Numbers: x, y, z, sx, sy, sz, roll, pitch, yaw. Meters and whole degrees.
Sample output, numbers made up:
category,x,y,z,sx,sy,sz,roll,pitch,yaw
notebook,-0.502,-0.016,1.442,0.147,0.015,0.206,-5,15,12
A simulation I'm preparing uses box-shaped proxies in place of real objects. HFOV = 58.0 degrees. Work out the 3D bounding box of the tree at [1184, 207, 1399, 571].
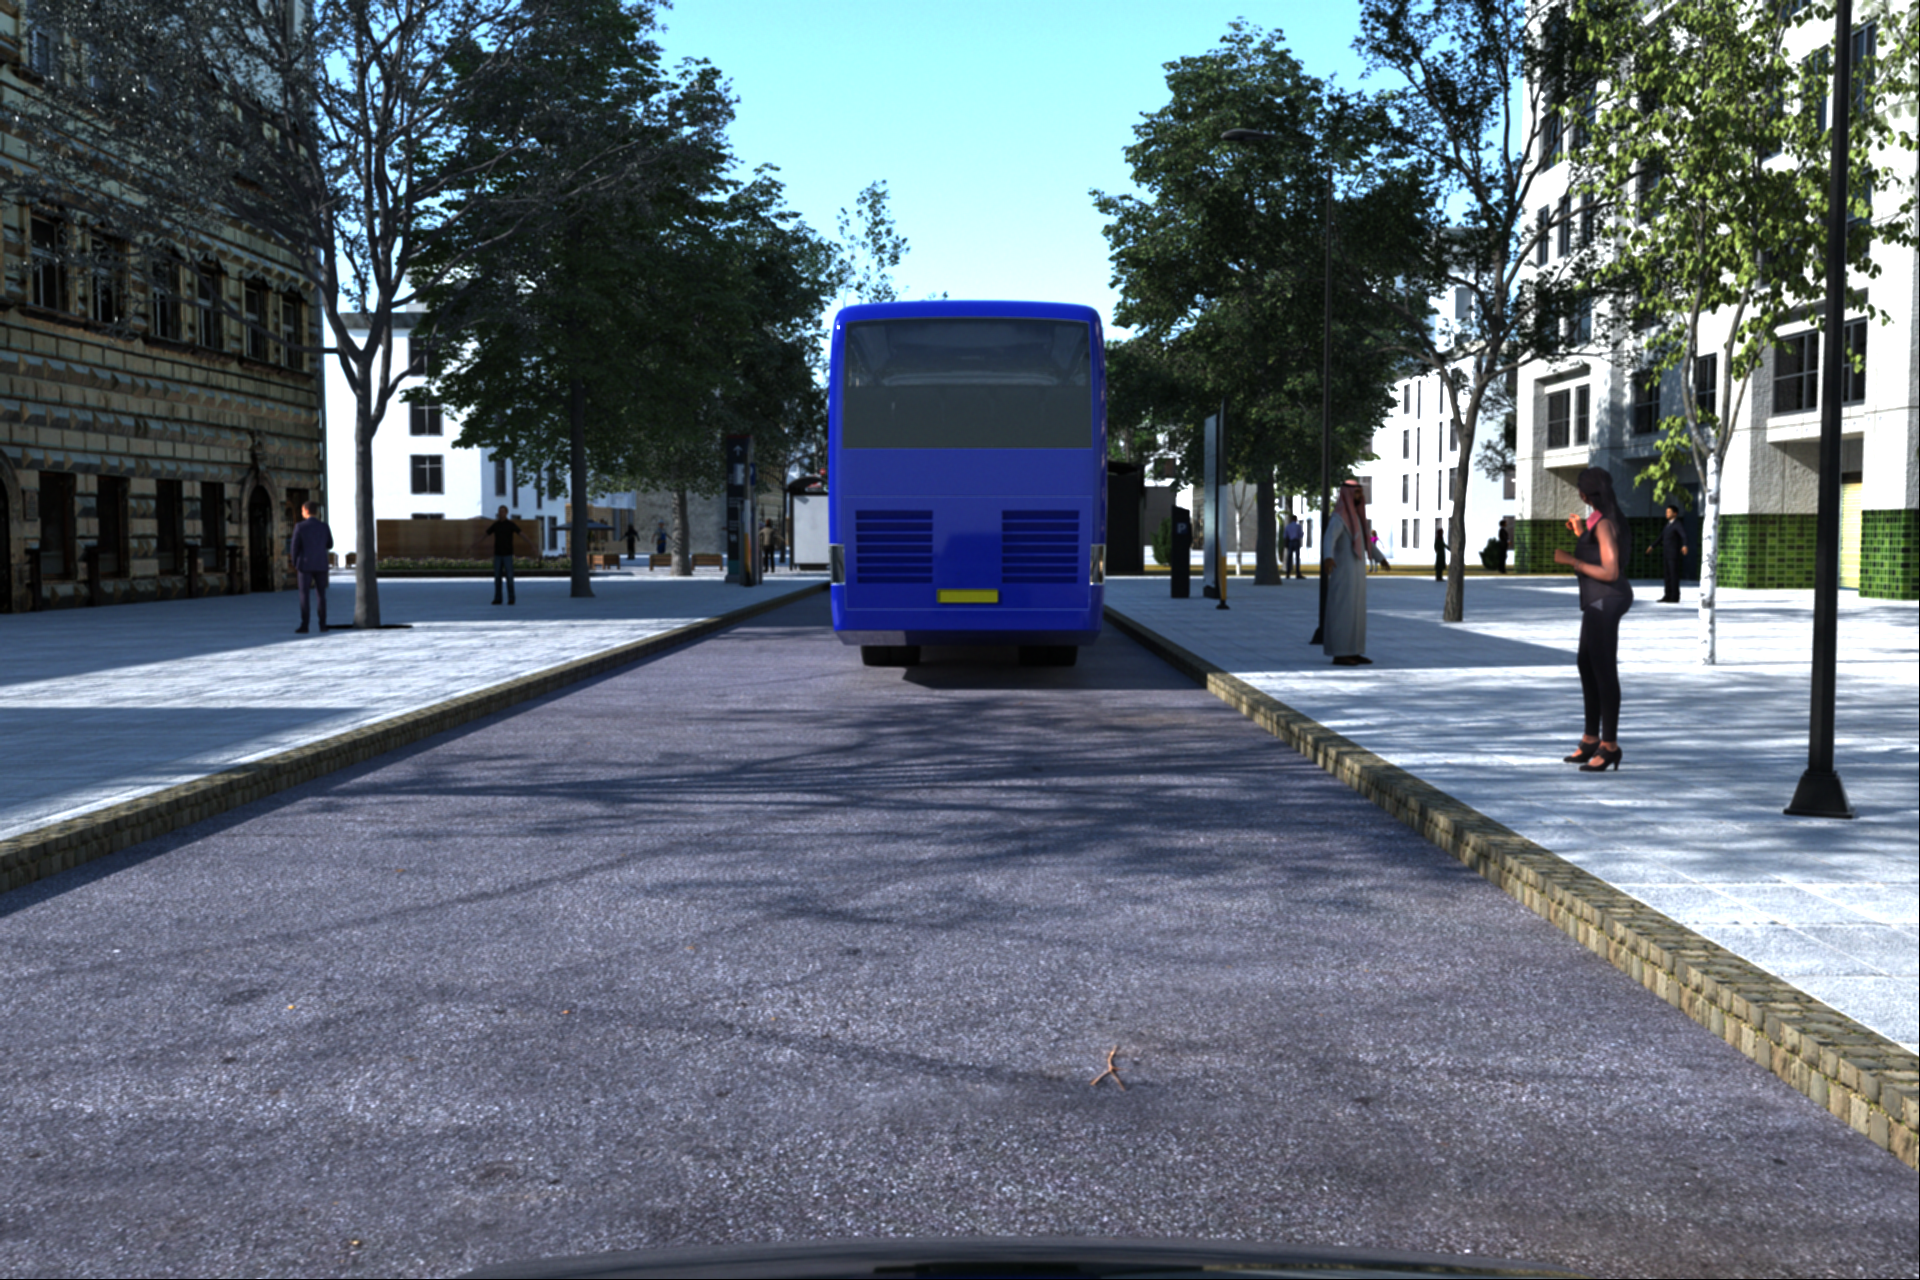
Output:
category,x,y,z,sx,sy,sz,roll,pitch,yaw
tree,11.434,-8.704,60.446,7.486,12.596,7.792,0,3,0

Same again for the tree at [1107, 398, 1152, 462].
category,x,y,z,sx,sy,sz,roll,pitch,yaw
tree,7.978,-10.549,106.892,8.767,10.594,7.601,1,4,13

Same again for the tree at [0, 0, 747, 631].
category,x,y,z,sx,sy,sz,roll,pitch,yaw
tree,-8.064,-6.905,23.260,12.009,13.543,11.850,0,3,0

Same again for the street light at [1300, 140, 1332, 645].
category,x,y,z,sx,sy,sz,roll,pitch,yaw
street light,4.789,-2.905,20.034,1.470,5.913,1.316,0,4,0

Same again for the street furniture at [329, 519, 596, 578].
category,x,y,z,sx,sy,sz,roll,pitch,yaw
street furniture,-14.302,-2.846,53.379,11.010,1.723,9.812,-1,4,-12

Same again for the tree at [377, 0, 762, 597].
category,x,y,z,sx,sy,sz,roll,pitch,yaw
tree,-7.700,-7.119,34.530,7.486,12.596,7.792,0,3,0

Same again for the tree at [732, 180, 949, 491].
category,x,y,z,sx,sy,sz,roll,pitch,yaw
tree,-6.690,-14.490,92.803,12.611,20.169,13.585,0,3,0

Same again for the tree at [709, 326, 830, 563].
category,x,y,z,sx,sy,sz,roll,pitch,yaw
tree,-7.552,-8.697,76.615,7.601,10.594,8.767,-1,4,-18

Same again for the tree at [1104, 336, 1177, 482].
category,x,y,z,sx,sy,sz,roll,pitch,yaw
tree,7.684,-9.872,87.162,9.928,11.665,9.643,0,3,0

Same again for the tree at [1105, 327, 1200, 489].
category,x,y,z,sx,sy,sz,roll,pitch,yaw
tree,7.789,-8.636,75.604,7.601,10.594,8.767,-3,4,-37

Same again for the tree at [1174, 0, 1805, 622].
category,x,y,z,sx,sy,sz,roll,pitch,yaw
tree,7.134,-5.529,24.810,8.767,10.594,7.601,1,4,15

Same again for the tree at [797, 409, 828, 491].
category,x,y,z,sx,sy,sz,roll,pitch,yaw
tree,-6.639,-10.710,109.521,7.601,10.594,8.767,-1,4,-21

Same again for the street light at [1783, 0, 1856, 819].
category,x,y,z,sx,sy,sz,roll,pitch,yaw
street light,4.495,-2.155,7.769,1.470,5.913,1.316,0,4,1

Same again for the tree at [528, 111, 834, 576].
category,x,y,z,sx,sy,sz,roll,pitch,yaw
tree,-8.541,-8.910,52.340,9.857,13.997,8.962,0,3,0

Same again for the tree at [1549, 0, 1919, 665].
category,x,y,z,sx,sy,sz,roll,pitch,yaw
tree,7.552,-4.065,16.819,4.737,8.622,4.395,0,3,0

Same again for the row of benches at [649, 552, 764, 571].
category,x,y,z,sx,sy,sz,roll,pitch,yaw
row of benches,-8.801,-2.775,60.837,4.104,0.672,1.422,0,4,-4

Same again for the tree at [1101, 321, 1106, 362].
category,x,y,z,sx,sy,sz,roll,pitch,yaw
tree,9.768,-18.214,153.679,12.611,20.169,13.585,0,3,0

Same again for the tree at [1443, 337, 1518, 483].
category,x,y,z,sx,sy,sz,roll,pitch,yaw
tree,22.505,-7.931,64.080,8.767,10.594,7.601,-2,4,-27

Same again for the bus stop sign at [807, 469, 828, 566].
category,x,y,z,sx,sy,sz,roll,pitch,yaw
bus stop sign,-5.808,-5.008,70.577,0.855,3.939,0.416,0,4,0

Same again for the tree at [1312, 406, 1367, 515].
category,x,y,z,sx,sy,sz,roll,pitch,yaw
tree,14.214,-7.153,67.321,4.737,8.622,4.395,0,3,0

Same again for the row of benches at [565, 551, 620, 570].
category,x,y,z,sx,sy,sz,roll,pitch,yaw
row of benches,-13.594,-2.958,63.826,1.422,0.672,4.104,-2,4,-32

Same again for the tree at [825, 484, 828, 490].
category,x,y,z,sx,sy,sz,roll,pitch,yaw
tree,-15.598,-20.988,249.814,9.857,13.997,8.962,0,3,0

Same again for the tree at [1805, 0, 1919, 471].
category,x,y,z,sx,sy,sz,roll,pitch,yaw
tree,6.251,-3.667,10.325,4.360,8.622,3.978,0,3,0

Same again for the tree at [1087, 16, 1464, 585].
category,x,y,z,sx,sy,sz,roll,pitch,yaw
tree,7.751,-8.356,43.282,9.857,13.997,8.962,0,3,0

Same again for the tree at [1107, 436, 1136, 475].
category,x,y,z,sx,sy,sz,roll,pitch,yaw
tree,8.164,-8.978,97.151,4.737,8.622,4.395,0,3,0

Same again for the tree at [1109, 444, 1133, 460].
category,x,y,z,sx,sy,sz,roll,pitch,yaw
tree,7.588,-12.862,120.656,12.009,13.543,11.850,0,3,0

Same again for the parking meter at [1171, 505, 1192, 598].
category,x,y,z,sx,sy,sz,roll,pitch,yaw
parking meter,4.435,-1.771,34.675,0.399,1.863,0.255,0,4,1

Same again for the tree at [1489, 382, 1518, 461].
category,x,y,z,sx,sy,sz,roll,pitch,yaw
tree,23.785,-7.445,72.093,4.360,8.622,3.978,0,3,0

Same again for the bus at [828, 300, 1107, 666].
category,x,y,z,sx,sy,sz,roll,pitch,yaw
bus,0.133,-1.843,21.677,2.896,3.916,12.251,0,4,1

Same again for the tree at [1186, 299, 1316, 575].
category,x,y,z,sx,sy,sz,roll,pitch,yaw
tree,8.743,-6.316,53.626,4.737,8.622,4.395,0,3,0

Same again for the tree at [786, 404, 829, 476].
category,x,y,z,sx,sy,sz,roll,pitch,yaw
tree,-7.629,-13.133,125.094,12.009,13.543,11.850,0,3,0

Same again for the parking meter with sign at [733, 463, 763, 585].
category,x,y,z,sx,sy,sz,roll,pitch,yaw
parking meter with sign,-5.265,-2.886,43.442,0.543,3.016,1.738,0,4,2

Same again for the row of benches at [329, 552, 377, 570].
category,x,y,z,sx,sy,sz,roll,pitch,yaw
row of benches,-21.803,-2.903,62.933,4.104,0.672,1.422,0,4,-8
